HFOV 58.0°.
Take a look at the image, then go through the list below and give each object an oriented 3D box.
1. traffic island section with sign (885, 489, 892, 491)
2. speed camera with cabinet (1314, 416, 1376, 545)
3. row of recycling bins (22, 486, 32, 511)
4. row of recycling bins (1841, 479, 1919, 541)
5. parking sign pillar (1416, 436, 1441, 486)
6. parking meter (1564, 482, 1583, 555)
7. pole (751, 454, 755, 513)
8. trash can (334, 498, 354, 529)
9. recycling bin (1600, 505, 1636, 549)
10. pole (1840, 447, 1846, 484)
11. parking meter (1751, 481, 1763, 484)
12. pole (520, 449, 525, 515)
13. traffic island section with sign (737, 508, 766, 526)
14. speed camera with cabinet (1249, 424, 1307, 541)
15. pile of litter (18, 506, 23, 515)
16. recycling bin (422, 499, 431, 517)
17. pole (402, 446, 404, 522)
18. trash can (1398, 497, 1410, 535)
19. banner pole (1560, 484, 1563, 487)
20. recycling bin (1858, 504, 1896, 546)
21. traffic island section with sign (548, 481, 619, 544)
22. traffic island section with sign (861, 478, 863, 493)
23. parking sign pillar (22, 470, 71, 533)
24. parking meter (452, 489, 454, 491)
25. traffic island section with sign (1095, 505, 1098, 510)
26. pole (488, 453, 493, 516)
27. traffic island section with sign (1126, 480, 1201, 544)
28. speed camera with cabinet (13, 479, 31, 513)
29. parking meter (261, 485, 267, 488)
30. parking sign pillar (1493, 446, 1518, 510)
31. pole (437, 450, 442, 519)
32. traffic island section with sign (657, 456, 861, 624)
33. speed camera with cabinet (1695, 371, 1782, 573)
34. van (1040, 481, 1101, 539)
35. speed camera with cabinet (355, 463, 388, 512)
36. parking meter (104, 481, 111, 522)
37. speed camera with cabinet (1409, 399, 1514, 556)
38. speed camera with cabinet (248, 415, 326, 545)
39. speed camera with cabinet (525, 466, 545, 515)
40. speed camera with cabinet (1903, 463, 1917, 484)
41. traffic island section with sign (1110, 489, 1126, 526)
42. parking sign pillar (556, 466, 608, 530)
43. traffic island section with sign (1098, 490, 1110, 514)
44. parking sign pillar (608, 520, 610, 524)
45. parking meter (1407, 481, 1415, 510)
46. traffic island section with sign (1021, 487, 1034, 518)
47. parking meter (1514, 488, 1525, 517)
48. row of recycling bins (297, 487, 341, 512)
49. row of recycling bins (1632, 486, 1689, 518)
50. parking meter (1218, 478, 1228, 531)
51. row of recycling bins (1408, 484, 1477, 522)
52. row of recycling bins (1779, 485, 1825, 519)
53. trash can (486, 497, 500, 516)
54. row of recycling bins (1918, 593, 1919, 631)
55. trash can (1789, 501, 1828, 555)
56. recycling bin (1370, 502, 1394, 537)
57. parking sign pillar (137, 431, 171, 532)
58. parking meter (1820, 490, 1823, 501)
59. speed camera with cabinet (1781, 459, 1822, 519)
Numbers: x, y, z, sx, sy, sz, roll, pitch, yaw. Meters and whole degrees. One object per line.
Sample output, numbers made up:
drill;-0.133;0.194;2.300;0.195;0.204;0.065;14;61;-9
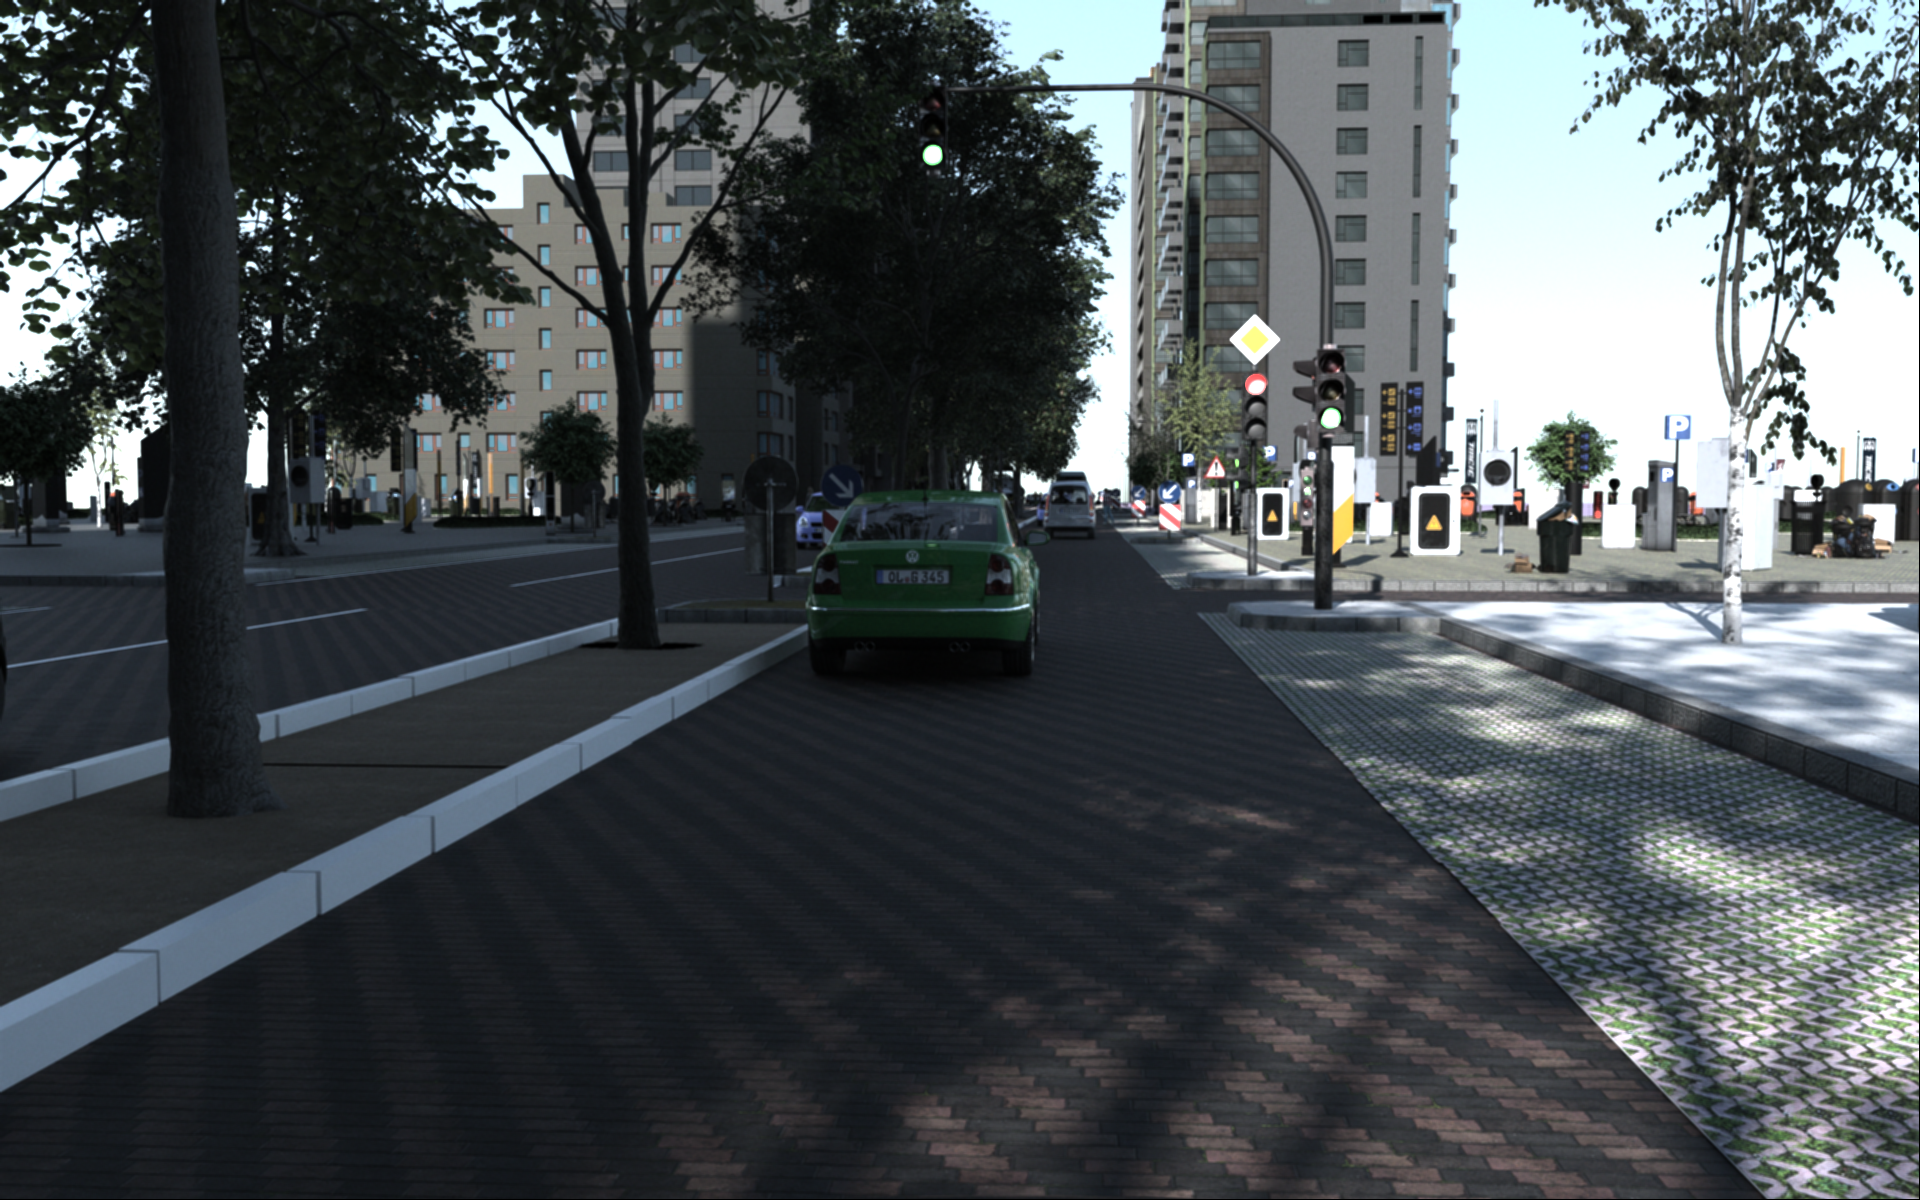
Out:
traffic island section with sign;-5.304;-7.312;128.185;1.989;1.847;2.006;0;4;4
speed camera with cabinet;9.875;-3.066;44.467;0.660;3.252;2.038;-1;4;-19
row of recycling bins;-48.774;-5.089;90.310;1.069;1.692;3.534;0;4;-1
row of recycling bins;25.770;-2.472;47.525;3.534;1.692;1.069;0;4;-6
parking sign pillar;21.912;-5.663;81.059;1.447;3.967;1.447;-1;4;-22
parking meter;12.917;-1.718;36.498;0.372;1.533;0.369;0;3;0
pole;-10.470;-5.736;87.621;0.158;3.312;0.155;0;3;0
trash can;-22.541;-3.161;63.329;0.748;1.137;0.748;0;3;0
recycling bin;15.464;-1.722;40.706;0.722;1.027;0.722;1;4;17
pole;37.993;-4.940;74.609;0.158;3.312;0.155;0;3;0
parking meter;14.934;-1.486;32.706;0.372;1.533;0.369;0;3;0
pole;-19.871;-5.186;78.633;0.158;3.312;0.155;0;3;0
traffic island section with sign;-8.858;-4.229;77.780;1.989;1.847;2.006;0;4;4
speed camera with cabinet;9.089;-3.298;48.260;2.038;3.252;0.660;-1;4;-18
pile of litter;-42.171;-3.903;77.782;1.719;0.858;1.176;3;4;38
recycling bin;-29.996;-5.142;96.632;0.722;1.027;0.722;1;4;10
pole;-23.116;-4.793;72.204;0.158;3.312;0.155;0;3;0
trash can;14.107;-2.615;54.412;0.748;1.137;0.748;0;3;0
banner pole;25.097;-4.981;71.454;0.401;3.779;0.863;-2;4;-32
recycling bin;22.837;-1.873;43.173;0.722;1.027;0.722;1;4;17
traffic island section with sign;-10.773;-2.565;50.570;1.989;1.847;2.006;0;4;4
traffic island section with sign;-1.776;-1.179;27.419;2.006;1.907;1.989;0;4;4
parking sign pillar;-30.658;-4.252;57.993;1.447;3.967;1.447;3;5;44
parking meter;-26.402;-5.038;90.779;0.372;1.533;0.369;0;3;0
traffic island section with sign;13.223;-8.893;154.032;1.989;1.847;2.006;0;4;4
pole;-23.433;-5.667;86.506;0.158;3.312;0.155;0;3;0
traffic island section with sign;5.906;-2.530;49.997;1.989;1.847;2.006;0;4;4
speed camera with cabinet;-44.846;-5.378;82.271;2.038;3.252;0.660;3;5;41
parking meter;-42.204;-6.080;105.113;0.399;1.863;0.255;-1;4;-21
parking sign pillar;30.728;-6.674;97.588;1.447;3.967;1.447;-1;4;-18
pole;-24.090;-5.280;80.164;0.158;3.312;0.155;0;3;0
traffic island section with sign;-2.305;-0.727;20.030;2.006;1.907;1.989;0;4;4
speed camera with cabinet;12.822;-2.098;28.633;0.660;3.252;2.038;3;5;44
van;3.602;-3.031;56.569;2.013;2.044;4.112;0;4;5
speed camera with cabinet;-33.536;-6.389;98.792;0.660;3.252;2.038;2;4;27
parking meter;-39.053;-4.505;79.366;0.255;1.863;0.399;-2;4;-26
speed camera with cabinet;10.480;-2.560;36.185;2.038;3.252;0.660;1;4;11
speed camera with cabinet;-16.960;-3.013;43.593;2.038;3.252;0.660;1;4;23
speed camera with cabinet;-23.976;-6.339;97.974;0.660;3.252;2.038;1;4;15
speed camera with cabinet;49.831;-5.918;91.101;0.660;3.252;2.038;1;4;19
traffic island section with sign;7.783;-4.175;76.887;1.989;1.847;2.006;0;4;4
parking sign pillar;-13.935;-4.550;62.871;1.447;3.967;1.447;3;4;39
traffic island section with sign;11.285;-7.207;126.461;1.989;1.847;2.006;0;4;4
parking sign pillar;-15.777;-5.252;74.336;1.447;3.967;1.447;0;4;4
parking meter;19.753;-4.295;75.936;0.255;1.863;0.399;0;4;-4
traffic island section with sign;3.490;-5.764;102.373;2.006;1.907;1.989;0;4;4
parking meter;23.738;-3.975;73.406;0.372;1.533;0.369;0;3;0
row of recycling bins;-36.689;-5.591;98.522;3.534;1.692;1.069;2;4;24
row of recycling bins;37.806;-5.289;93.595;1.069;1.692;3.534;-2;4;-27
parking meter;9.262;-3.384;61.042;0.255;1.863;0.399;0;4;-5
row of recycling bins;20.192;-4.005;72.601;1.069;1.692;3.534;-2;4;-32
row of recycling bins;45.390;-5.166;91.573;3.534;1.692;1.069;-1;4;-11
trash can;-23.856;-4.702;88.539;0.748;1.137;0.748;0;3;0
row of recycling bins;10.080;-0.586;16.696;1.069;1.692;3.534;3;5;43
trash can;17.812;-1.513;36.395;0.748;1.137;0.748;0;3;0
recycling bin;12.713;-2.435;52.371;0.722;1.027;0.722;1;4;20
parking sign pillar;-27.341;-4.320;59.106;1.447;3.967;1.447;3;4;38
parking meter;44.131;-4.933;89.066;0.372;1.533;0.369;0;3;0
speed camera with cabinet;33.716;-4.632;70.072;2.038;3.252;0.660;1;4;23
